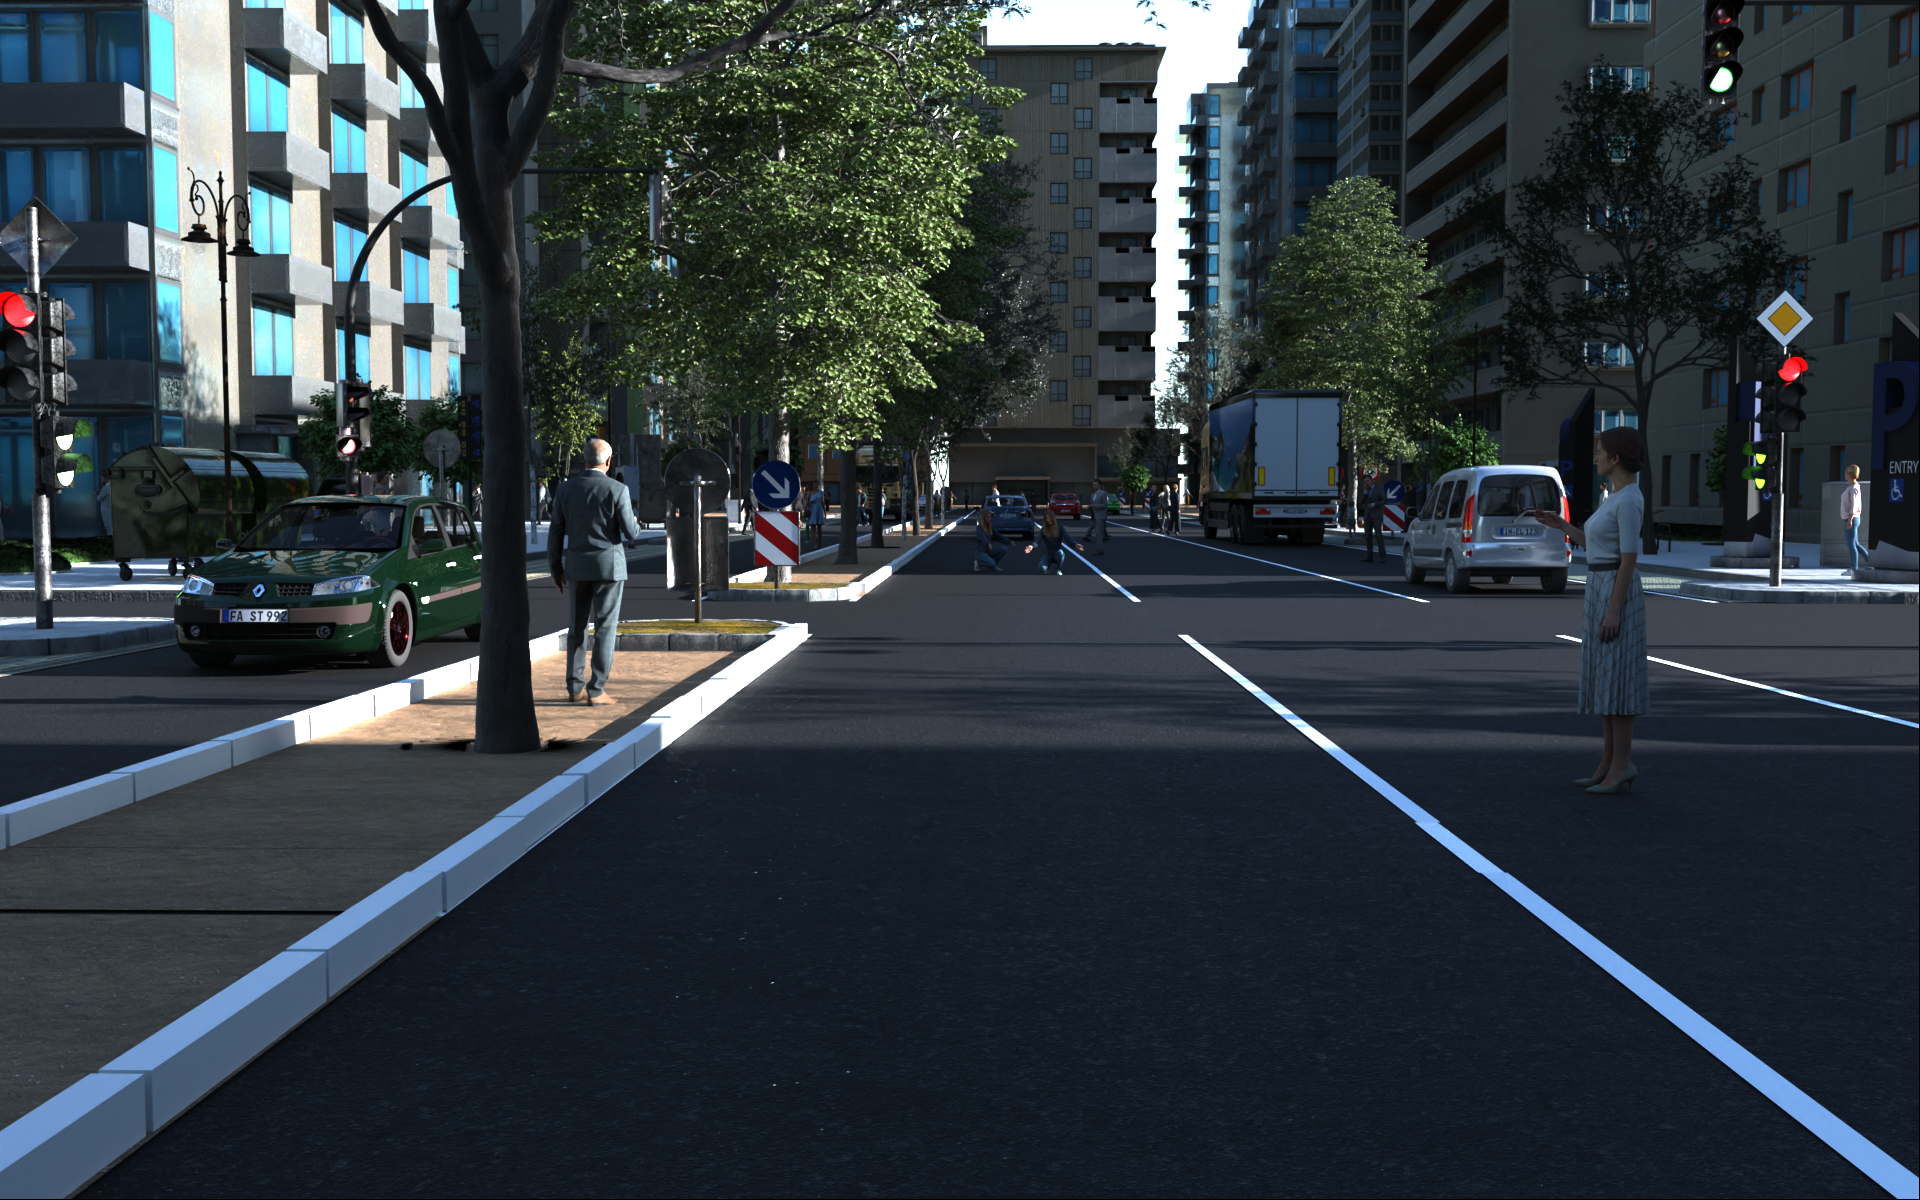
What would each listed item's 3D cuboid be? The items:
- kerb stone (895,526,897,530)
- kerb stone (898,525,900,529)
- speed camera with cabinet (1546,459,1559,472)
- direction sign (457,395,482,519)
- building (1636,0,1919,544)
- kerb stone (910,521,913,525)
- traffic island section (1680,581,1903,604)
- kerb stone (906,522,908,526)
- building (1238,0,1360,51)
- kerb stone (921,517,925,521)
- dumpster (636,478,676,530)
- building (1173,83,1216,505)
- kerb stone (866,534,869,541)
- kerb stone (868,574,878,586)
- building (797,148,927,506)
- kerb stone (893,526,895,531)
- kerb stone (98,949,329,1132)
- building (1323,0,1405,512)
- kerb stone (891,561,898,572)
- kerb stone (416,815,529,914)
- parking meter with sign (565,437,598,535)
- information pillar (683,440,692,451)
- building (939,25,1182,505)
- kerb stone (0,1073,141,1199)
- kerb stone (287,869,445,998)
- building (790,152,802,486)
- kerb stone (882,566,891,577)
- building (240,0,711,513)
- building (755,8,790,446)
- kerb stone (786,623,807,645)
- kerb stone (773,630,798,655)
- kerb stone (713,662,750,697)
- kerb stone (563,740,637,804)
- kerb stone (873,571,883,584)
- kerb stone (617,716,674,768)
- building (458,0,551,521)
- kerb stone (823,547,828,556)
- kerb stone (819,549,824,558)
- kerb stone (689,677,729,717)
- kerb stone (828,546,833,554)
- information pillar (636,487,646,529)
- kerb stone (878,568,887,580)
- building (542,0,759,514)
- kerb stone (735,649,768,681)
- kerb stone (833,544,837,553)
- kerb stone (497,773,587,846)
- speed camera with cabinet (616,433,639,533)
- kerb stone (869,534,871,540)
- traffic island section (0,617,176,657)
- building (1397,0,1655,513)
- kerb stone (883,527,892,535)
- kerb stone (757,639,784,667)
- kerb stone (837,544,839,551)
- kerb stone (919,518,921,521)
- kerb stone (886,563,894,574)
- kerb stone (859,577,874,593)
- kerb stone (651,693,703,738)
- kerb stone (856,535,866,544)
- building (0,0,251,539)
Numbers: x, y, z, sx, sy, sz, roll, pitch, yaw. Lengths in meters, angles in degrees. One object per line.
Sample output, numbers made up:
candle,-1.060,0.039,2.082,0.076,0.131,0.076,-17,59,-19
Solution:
kerb stone,-2.613,-2.709,66.480,0.120,0.150,1.000,0,4,1
kerb stone,-2.566,-2.831,68.529,0.120,0.150,1.000,0,4,1
speed camera with cabinet,15.313,-3.144,45.739,0.660,3.252,2.038,-3,4,-37
direction sign,-11.239,-2.921,39.747,0.876,3.537,0.379,3,5,40
building,36.402,-12.078,42.518,28.899,21.520,27.650,0,4,1
kerb stone,-2.311,-3.577,80.819,0.120,0.150,1.000,0,4,1
traffic island section,11.358,-0.110,24.081,2.009,0.180,2.903,0,4,1
kerb stone,-2.445,-3.200,74.672,0.120,0.150,1.000,0,4,1
building,36.266,-32.491,150.839,23.786,49.044,30.456,0,4,1
kerb stone,-2.007,-4.462,95.157,0.120,0.150,1.000,0,4,1
dumpster,-10.942,-3.461,62.346,1.264,1.857,1.865,0,4,1
building,40.093,-35.564,201.079,30.456,49.044,23.786,0,4,1
kerb stone,-2.927,-1.831,52.138,0.120,0.150,1.000,0,4,1
kerb stone,-1.385,-0.260,26.438,0.120,0.150,1.000,0,4,1
building,-10.685,-33.498,197.809,14.200,45.320,14.600,0,4,1
kerb stone,-2.647,-2.642,65.454,0.120,0.150,1.000,0,4,1
kerb stone,-1.848,1.091,4.359,0.120,0.150,1.000,0,4,1
building,40.244,-26.393,123.406,32.217,40.220,23.993,0,4,1
kerb stone,-1.268,-0.573,31.557,0.120,0.150,1.000,0,4,1
kerb stone,-1.801,0.971,6.410,0.120,0.150,1.000,0,4,1
parking meter with sign,-11.724,-3.515,53.725,0.543,3.016,1.738,-3,5,-42
information pillar,-11.469,-4.993,72.998,0.504,3.616,0.183,2,4,32
building,11.181,-37.616,204.259,27.495,52.752,28.713,0,4,1
kerb stone,-1.875,1.153,3.338,0.120,0.150,1.000,0,4,1
kerb stone,-1.831,1.029,5.388,0.120,0.150,1.000,0,4,1
building,-32.137,-33.471,201.878,28.867,44.769,22.147,0,4,1
kerb stone,-1.311,-0.447,29.504,0.120,0.150,1.000,0,4,1
building,-29.142,-30.308,115.138,23.786,49.044,30.456,0,4,1
building,-26.850,-43.974,157.218,20.611,71.187,20.563,0,4,1
kerb stone,-1.585,0.338,16.670,0.120,0.150,1.000,0,4,1
kerb stone,-1.608,0.407,15.644,0.120,0.150,1.000,0,4,1
kerb stone,-1.671,0.589,12.568,0.120,0.150,1.000,0,4,1
kerb stone,-1.758,0.841,8.465,0.120,0.150,1.000,0,4,1
kerb stone,-1.355,-0.322,27.460,0.120,0.150,1.000,0,4,1
kerb stone,-1.735,0.786,9.493,0.120,0.150,1.000,0,4,1
building,-24.307,-24.692,87.314,14.154,41.232,14.086,0,4,1
kerb stone,-3.191,-1.074,39.815,0.120,0.150,1.000,0,4,1
kerb stone,-3.211,-1.012,38.788,0.120,0.150,1.000,0,4,1
kerb stone,-1.692,0.656,11.536,0.120,0.150,1.000,0,4,1
kerb stone,-3.172,-1.140,40.843,0.120,0.150,1.000,0,4,1
information pillar,-11.763,-3.615,63.594,0.304,2.012,0.304,2,4,32
kerb stone,-1.332,-0.384,28.482,0.120,0.150,1.000,0,4,1
building,-24.020,-27.782,137.835,14.154,41.232,14.086,0,4,1
kerb stone,-1.654,0.526,13.597,0.120,0.150,1.000,0,4,1
kerb stone,-3.140,-1.204,41.875,0.120,0.150,1.000,0,4,1
kerb stone,-1.791,0.909,7.432,0.120,0.150,1.000,0,4,1
speed camera with cabinet,-11.222,-3.826,56.899,0.660,3.252,2.038,-2,4,-35
kerb stone,-2.905,-1.894,53.166,0.120,0.150,1.000,0,4,1
traffic island section,-8.750,0.352,16.528,2.009,0.180,2.903,0,4,1
building,35.337,-28.311,86.580,21.300,48.544,21.600,0,4,1
kerb stone,-2.686,-2.518,63.405,0.120,0.150,1.000,0,4,1
kerb stone,-1.629,0.467,14.619,0.120,0.150,1.000,0,4,1
kerb stone,-3.120,-1.266,42.900,0.120,0.150,1.000,0,4,1
kerb stone,-2.181,-3.960,86.963,0.120,0.150,1.000,0,4,1
kerb stone,-1.292,-0.507,30.527,0.120,0.150,1.000,0,4,1
kerb stone,-1.400,-0.197,25.414,0.120,0.150,1.000,0,4,1
kerb stone,-1.718,0.714,10.514,0.120,0.150,1.000,0,4,1
kerb stone,-2.951,-1.768,51.107,0.120,0.150,1.000,0,4,1
building,-30.233,-26.751,56.981,23.786,49.044,30.456,0,4,1
